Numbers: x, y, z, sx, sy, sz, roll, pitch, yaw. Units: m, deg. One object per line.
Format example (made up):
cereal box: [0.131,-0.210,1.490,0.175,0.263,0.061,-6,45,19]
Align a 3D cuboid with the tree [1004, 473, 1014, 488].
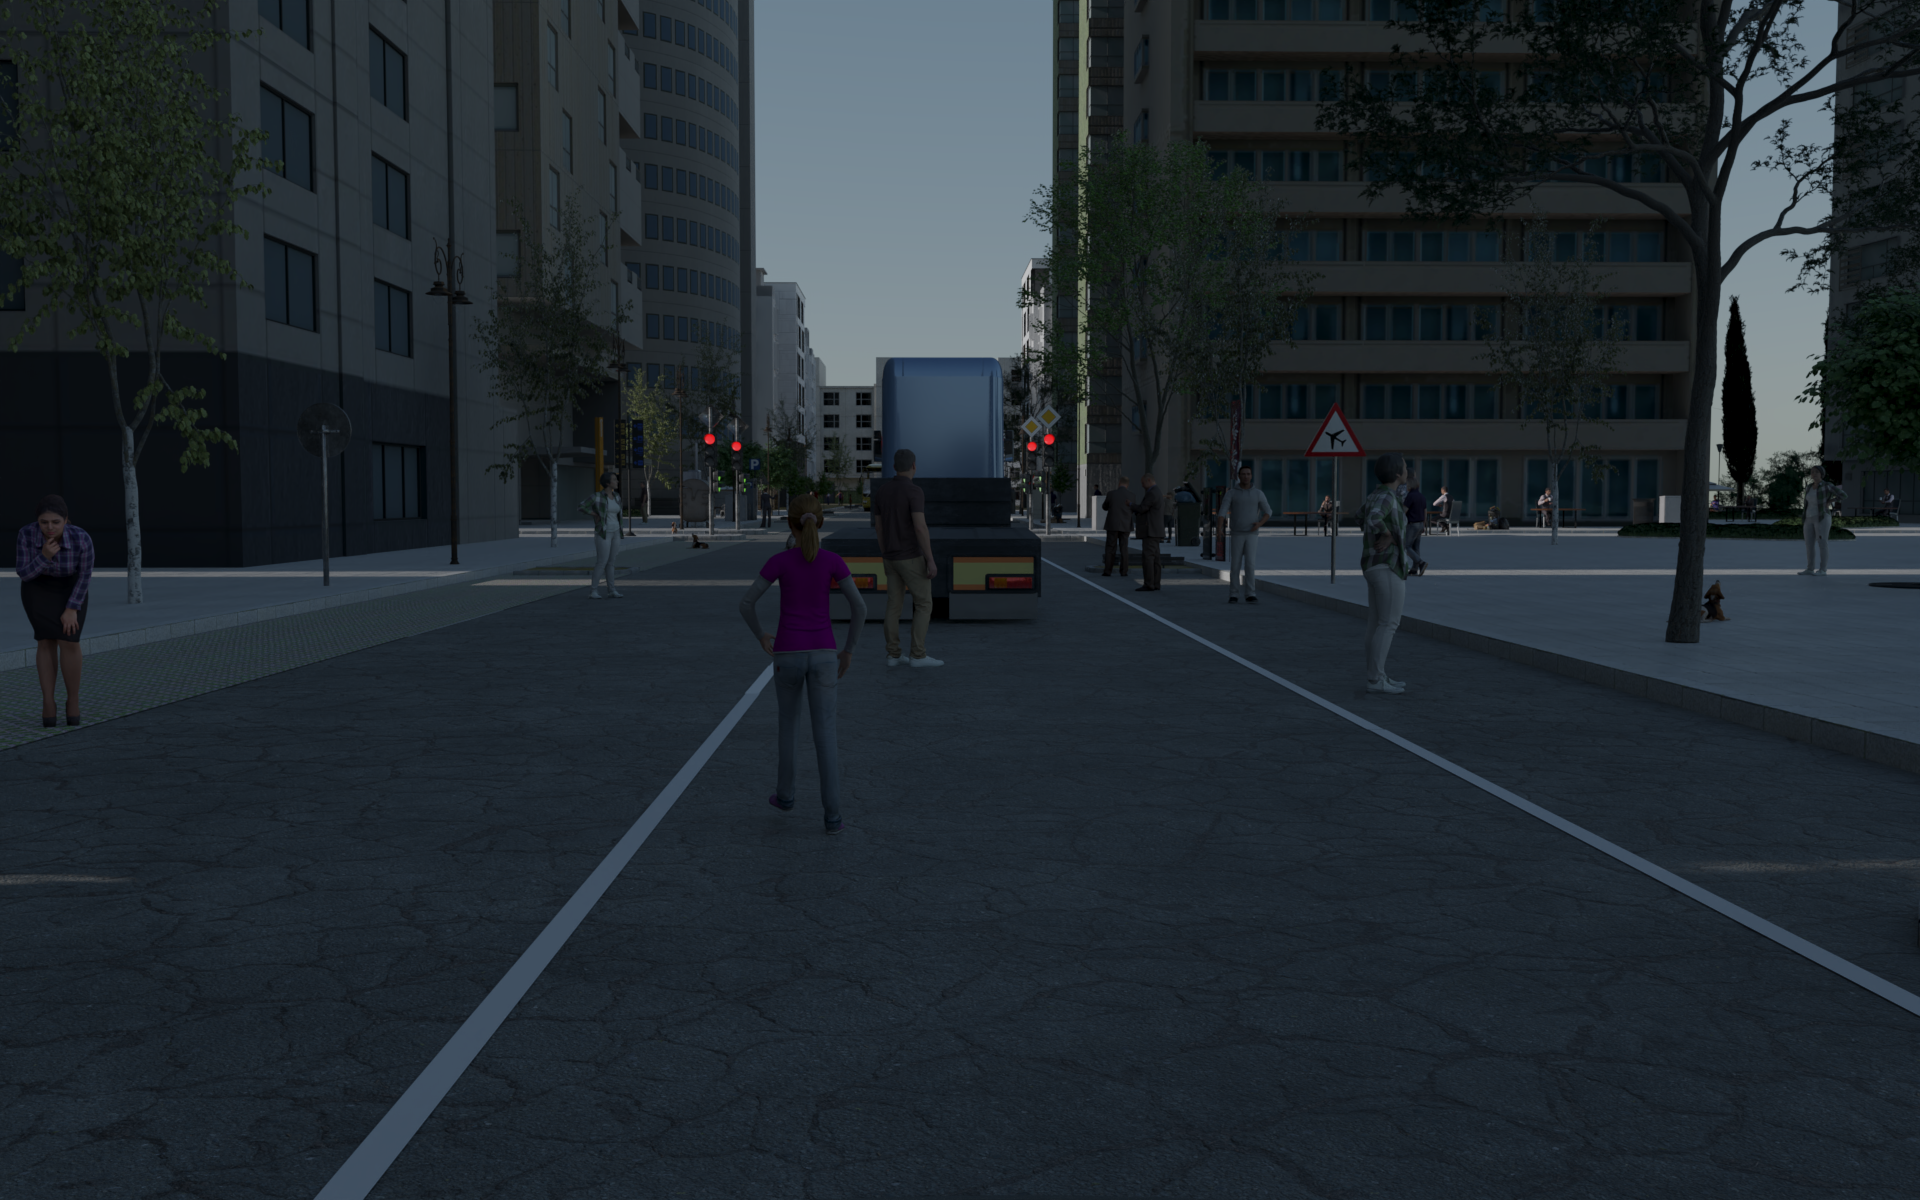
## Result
tree: [3.304,-8.375,131.540,1.663,3.219,1.824,0,3,0]

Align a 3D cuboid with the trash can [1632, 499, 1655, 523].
trash can: [21.795,-2.666,55.238,0.748,1.137,0.748,0,3,0]

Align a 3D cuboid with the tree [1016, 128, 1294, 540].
tree: [5.397,-7.504,48.449,9.928,11.665,9.643,0,3,0]

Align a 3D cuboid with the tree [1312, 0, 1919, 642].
tree: [6.598,-4.905,14.613,7.601,10.594,8.767,1,4,9]

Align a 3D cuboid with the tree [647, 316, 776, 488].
tree: [-10.573,-7.416,71.621,4.360,8.622,3.978,0,3,0]

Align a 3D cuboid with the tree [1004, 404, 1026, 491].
tree: [3.174,-10.671,124.833,4.360,8.622,3.978,0,3,0]

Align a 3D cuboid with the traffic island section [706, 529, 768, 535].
traffic island section: [-7.972,-2.432,62.039,2.009,0.180,2.903,0,4,-1]

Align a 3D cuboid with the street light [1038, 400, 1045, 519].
street light: [4.017,-6.795,83.888,0.468,5.910,1.993,0,4,-1]

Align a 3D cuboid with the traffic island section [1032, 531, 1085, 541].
traffic island section: [2.788,-1.959,54.318,2.009,0.180,2.903,0,4,-1]

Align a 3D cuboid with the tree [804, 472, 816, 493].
tree: [-13.197,-9.543,150.626,1.663,3.219,1.824,0,3,0]

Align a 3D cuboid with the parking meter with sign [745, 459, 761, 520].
parking meter with sign: [-10.259,-5.417,84.829,0.543,3.016,1.738,1,4,9]

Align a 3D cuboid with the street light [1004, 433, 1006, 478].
street light: [3.143,-8.935,118.874,0.468,5.910,1.993,0,4,-1]

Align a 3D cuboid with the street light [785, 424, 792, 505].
street light: [-11.326,-8.705,115.108,0.468,5.910,1.993,0,4,-1]

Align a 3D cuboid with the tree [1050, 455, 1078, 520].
tree: [5.096,-5.572,85.709,1.663,3.219,1.824,0,3,0]

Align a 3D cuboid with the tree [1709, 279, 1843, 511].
tree: [55.773,-12.880,112.409,13.155,14.587,18.604,-2,4,-35]

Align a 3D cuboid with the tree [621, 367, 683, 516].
tree: [-17.937,-9.138,99.769,4.737,8.622,4.395,0,3,0]

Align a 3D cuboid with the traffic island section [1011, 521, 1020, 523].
traffic island section: [1.963,-3.920,86.957,1.991,0.108,1.994,0,4,-1]

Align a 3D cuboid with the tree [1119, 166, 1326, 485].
tree: [6.027,-5.410,38.820,4.360,8.622,3.978,0,3,0]

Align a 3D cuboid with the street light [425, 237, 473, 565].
street light: [-9.227,-3.587,31.438,0.468,5.910,1.993,0,4,-1]

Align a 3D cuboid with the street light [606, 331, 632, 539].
street light: [-9.666,-4.675,49.216,0.468,5.910,1.993,0,4,-1]

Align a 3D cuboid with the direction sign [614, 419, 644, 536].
direction sign: [-10.050,-3.710,52.663,0.876,3.537,0.379,-1,4,-19]

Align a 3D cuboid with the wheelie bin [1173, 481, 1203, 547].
wheelie bin: [5.570,-2.117,42.524,0.693,1.594,0.980,0,4,-3]

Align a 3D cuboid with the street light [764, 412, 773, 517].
street light: [-10.808,-7.644,97.771,0.468,5.910,1.993,0,4,-1]

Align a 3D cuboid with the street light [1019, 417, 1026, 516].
street light: [3.680,-7.875,101.538,0.468,5.910,1.993,0,4,-1]

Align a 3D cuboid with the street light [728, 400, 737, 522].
street light: [-10.424,-6.539,79.707,0.468,5.910,1.993,0,4,-1]

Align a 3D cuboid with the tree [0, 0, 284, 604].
tree: [-9.717,-4.250,19.845,4.737,8.622,4.395,0,3,0]

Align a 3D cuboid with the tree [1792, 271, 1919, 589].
tree: [13.332,-2.456,23.869,4.285,4.588,4.351,0,3,0]

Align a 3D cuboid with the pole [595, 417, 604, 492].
pole: [-9.594,-3.197,46.112,0.158,3.312,0.155,0,3,0]

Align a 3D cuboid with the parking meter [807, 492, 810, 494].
parking meter: [-11.454,-7.468,130.506,0.372,1.533,0.369,0,3,0]

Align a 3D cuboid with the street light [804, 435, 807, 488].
street light: [-11.766,-9.776,132.619,0.468,5.910,1.993,0,4,-1]

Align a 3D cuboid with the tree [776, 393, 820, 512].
tree: [-12.461,-10.818,127.229,4.360,8.622,3.978,0,3,0]

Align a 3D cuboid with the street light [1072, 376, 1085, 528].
street light: [4.553,-5.714,66.214,0.468,5.910,1.993,0,4,-1]

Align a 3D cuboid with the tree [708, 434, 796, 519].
tree: [-11.660,-6.530,90.473,4.285,4.588,4.351,0,3,0]

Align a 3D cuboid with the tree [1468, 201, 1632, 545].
tree: [14.872,-5.678,43.204,4.360,8.622,3.978,0,3,0]

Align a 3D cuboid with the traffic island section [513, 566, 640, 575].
traffic island section: [-6.865,-0.518,31.335,1.991,0.108,1.994,0,4,-1]

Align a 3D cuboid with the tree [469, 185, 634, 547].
tree: [-9.859,-5.590,41.759,4.360,8.622,3.978,0,3,0]

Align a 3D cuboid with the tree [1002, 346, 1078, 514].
tree: [3.867,-10.712,109.553,8.767,10.594,7.601,0,4,0]

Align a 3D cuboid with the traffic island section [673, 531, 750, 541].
traffic island section: [-7.770,-1.943,54.057,2.009,0.180,2.903,0,4,-1]

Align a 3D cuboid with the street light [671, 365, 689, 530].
street light: [-10.043,-5.479,62.366,0.468,5.910,1.993,0,4,-1]

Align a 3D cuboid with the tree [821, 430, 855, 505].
tree: [-13.899,-15.210,199.047,4.737,8.622,4.395,0,3,0]
